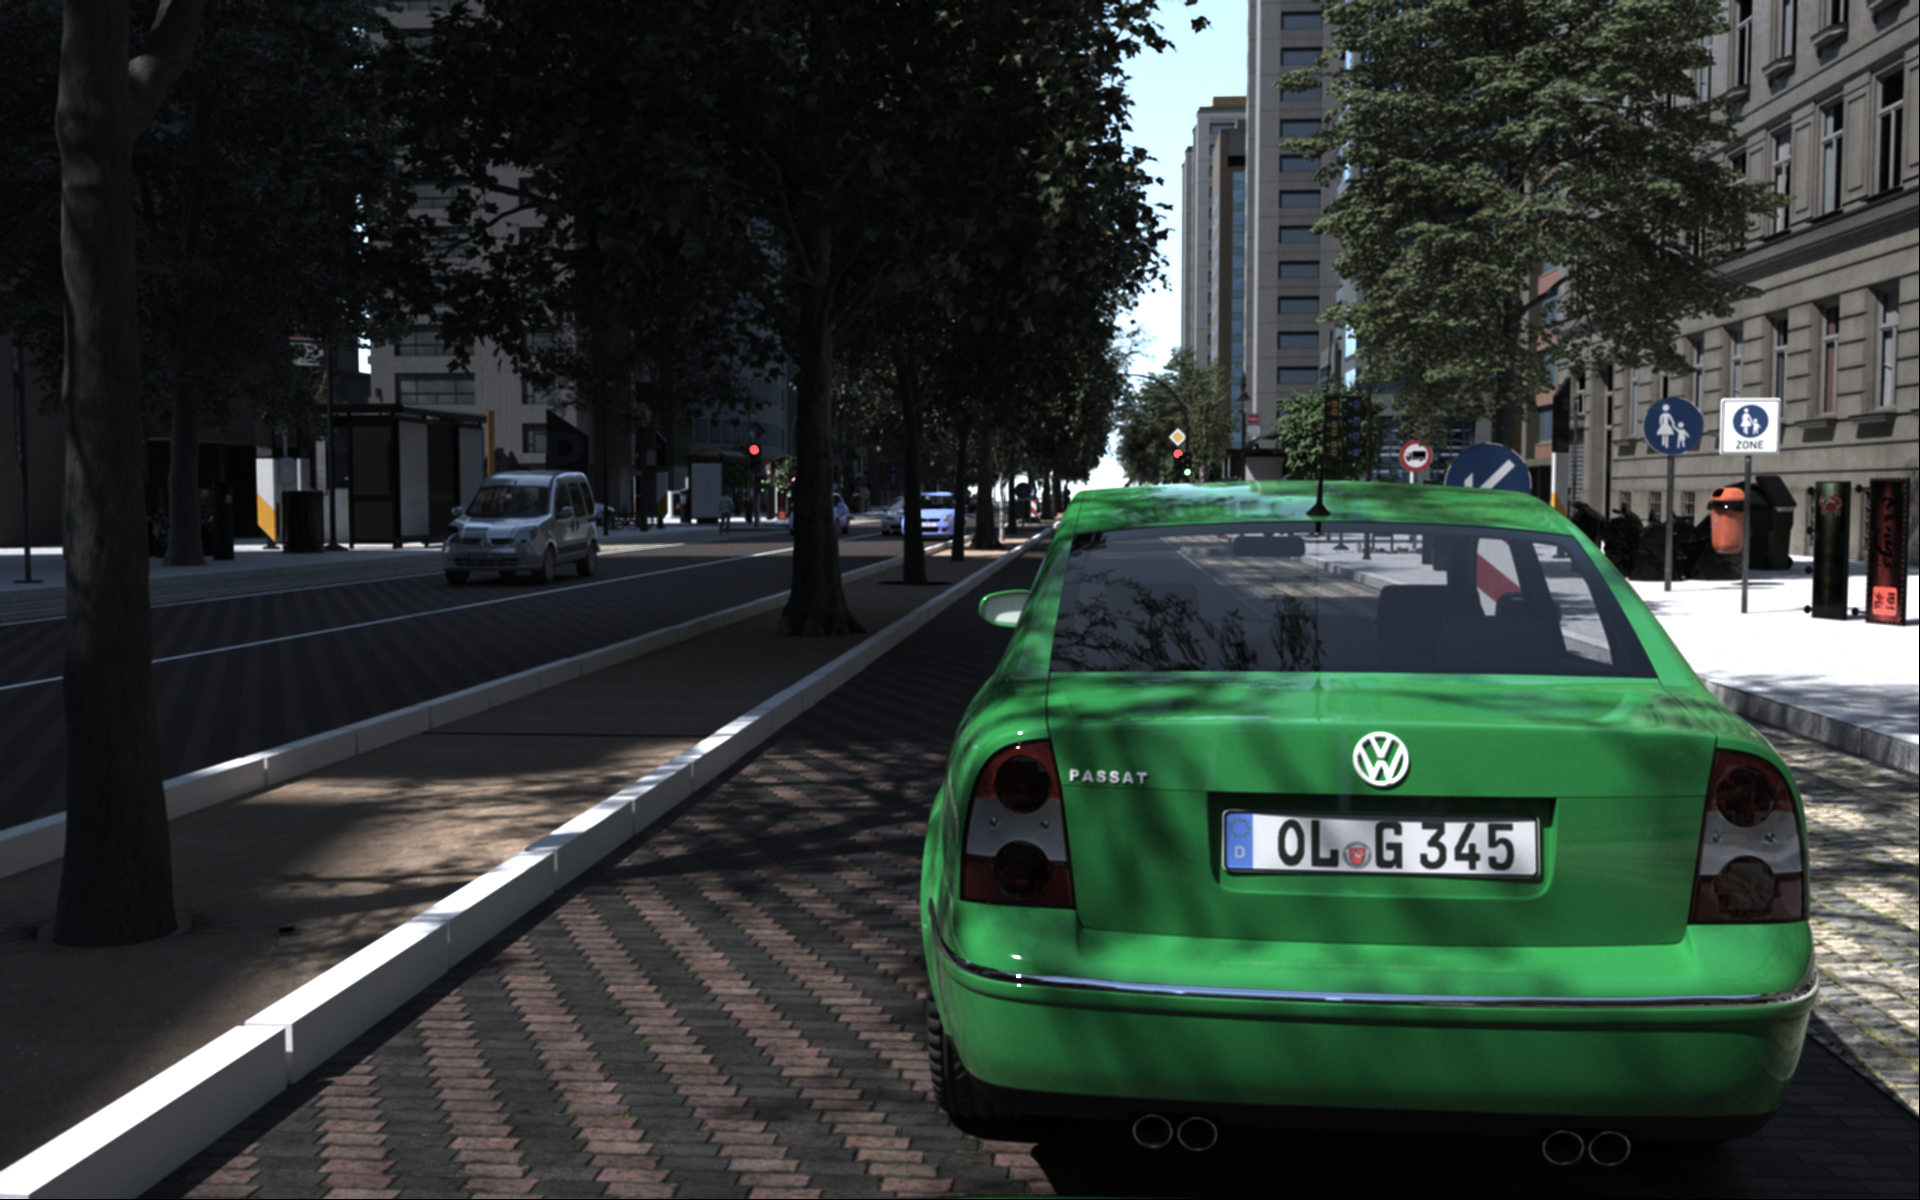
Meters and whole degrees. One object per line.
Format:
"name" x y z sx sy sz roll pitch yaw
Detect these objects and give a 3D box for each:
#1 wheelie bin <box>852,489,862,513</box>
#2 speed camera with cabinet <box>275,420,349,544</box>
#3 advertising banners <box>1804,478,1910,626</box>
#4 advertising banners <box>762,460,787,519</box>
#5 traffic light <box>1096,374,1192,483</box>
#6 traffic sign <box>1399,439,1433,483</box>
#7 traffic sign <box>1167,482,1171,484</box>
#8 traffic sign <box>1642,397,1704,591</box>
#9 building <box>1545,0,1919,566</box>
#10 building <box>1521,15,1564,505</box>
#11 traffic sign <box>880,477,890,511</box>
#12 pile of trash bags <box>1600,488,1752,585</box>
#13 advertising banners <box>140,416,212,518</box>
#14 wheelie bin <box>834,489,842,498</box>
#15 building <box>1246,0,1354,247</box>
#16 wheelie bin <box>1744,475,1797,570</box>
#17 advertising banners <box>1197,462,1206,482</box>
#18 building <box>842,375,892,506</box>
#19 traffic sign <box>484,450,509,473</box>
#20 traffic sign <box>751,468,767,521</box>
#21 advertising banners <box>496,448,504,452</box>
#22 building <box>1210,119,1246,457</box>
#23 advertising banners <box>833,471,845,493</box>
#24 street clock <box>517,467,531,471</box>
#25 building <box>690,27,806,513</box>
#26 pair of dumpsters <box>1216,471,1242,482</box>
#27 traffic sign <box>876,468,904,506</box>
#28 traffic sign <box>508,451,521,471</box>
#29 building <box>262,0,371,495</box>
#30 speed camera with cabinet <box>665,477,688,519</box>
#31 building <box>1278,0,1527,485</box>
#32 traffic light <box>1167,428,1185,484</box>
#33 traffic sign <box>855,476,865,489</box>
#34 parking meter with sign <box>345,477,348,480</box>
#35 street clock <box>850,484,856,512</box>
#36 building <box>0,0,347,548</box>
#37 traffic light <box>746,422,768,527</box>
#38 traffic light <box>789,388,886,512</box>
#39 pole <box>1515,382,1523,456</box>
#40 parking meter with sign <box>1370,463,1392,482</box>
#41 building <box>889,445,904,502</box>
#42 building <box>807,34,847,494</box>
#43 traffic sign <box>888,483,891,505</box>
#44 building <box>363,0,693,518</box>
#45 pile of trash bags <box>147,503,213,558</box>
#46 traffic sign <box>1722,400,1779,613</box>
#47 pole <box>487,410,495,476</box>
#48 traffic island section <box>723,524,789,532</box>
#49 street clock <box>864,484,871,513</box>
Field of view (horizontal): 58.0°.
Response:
"wheelie bin" -6.898 -6.625 116.227 0.693 1.594 0.980 -1 4 -14
"speed camera with cabinet" -16.864 -3.094 44.920 2.038 3.252 0.660 -3 5 -42
"advertising banners" 9.105 -1.272 16.991 0.090 3.025 2.074 -1 4 -14
"advertising banners" -9.090 -5.658 88.693 2.074 3.025 0.090 0 4 -3
"traffic light" 6.461 -5.557 65.526 4.771 5.953 1.251 0 4 5
"traffic sign" 10.589 -2.457 40.273 0.768 2.556 0.104 1 4 14
"traffic sign" 15.087 -7.532 123.251 0.768 2.556 0.104 1 4 14
"traffic sign" 9.343 -1.387 22.783 0.768 2.556 0.104 0 4 7
"building" 25.167 -12.669 40.416 16.112 22.955 30.059 0 4 5
"building" 42.959 -26.561 88.897 28.867 44.769 22.147 0 4 5
"traffic sign" -5.501 -7.750 126.812 0.768 2.556 0.104 1 4 14
"pile of trash bags" 10.821 -0.979 25.755 1.912 1.369 3.447 0 3 0
"advertising banners" -17.789 -2.626 39.123 0.090 3.025 2.074 3 5 43
"wheelie bin" -8.265 -6.626 116.238 0.693 1.594 0.980 0 4 6
"building" 37.210 -37.883 161.384 21.231 58.520 28.212 0 4 5
"wheelie bin" 13.719 -1.320 29.488 0.980 1.594 0.693 -2 4 -30
"advertising banners" 14.119 -6.097 95.877 2.074 3.025 0.090 0 4 6
"building" -22.642 -20.507 180.331 27.650 21.520 28.899 0 4 5
"traffic sign" -13.543 -3.091 50.637 0.768 2.556 0.104 0 4 8
"traffic sign" -9.399 -4.948 81.006 0.768 2.556 0.104 1 4 10
"advertising banners" -17.606 -4.193 64.742 0.090 3.025 2.074 1 4 18
"building" 37.451 -34.077 207.271 14.600 45.320 14.200 0 4 5
"advertising banners" -9.829 -8.409 133.676 2.074 3.025 0.090 -1 4 -19
"street clock" -11.711 -2.571 46.608 0.471 2.002 0.358 -1 4 -17
"building" -23.741 -35.636 124.643 21.231 58.520 28.212 0 4 5
"pair of dumpsters" 11.859 -4.503 76.115 1.574 2.255 4.437 0 4 5
"traffic sign" -5.355 -8.571 134.009 2.265 3.308 0.079 1 4 10
"traffic sign" -13.457 -3.179 51.980 0.884 2.594 0.081 1 4 10
"building" -50.435 -31.114 97.952 27.495 52.752 28.713 0 4 5
"speed camera with cabinet" -14.620 -5.942 91.488 0.660 3.252 2.038 3 5 44
"building" 36.840 -49.894 128.431 22.319 86.520 31.000 0 4 5
"traffic light" 9.209 -5.170 73.454 0.839 4.253 0.868 0 4 5
"traffic sign" -7.127 -7.527 123.168 0.768 2.556 0.104 1 4 11
"parking meter with sign" -27.824 -5.090 79.485 1.738 3.016 0.543 3 5 42
"street clock" -7.811 -7.438 126.188 0.358 2.002 0.471 -3 4 -36
"building" -34.093 -24.019 47.338 28.867 44.769 22.147 0 4 5
"traffic light" -7.854 -4.765 66.826 0.839 4.253 0.868 0 4 5
"traffic light" -5.106 -6.115 74.648 4.771 5.953 1.251 0 4 5
"pole" 10.149 -2.314 31.679 0.158 3.312 0.155 0 3 0
"parking meter with sign" 23.191 -6.143 96.698 1.738 3.016 0.543 1 4 17
"building" -13.983 -31.622 200.608 14.154 41.232 14.086 0 4 5
"building" -18.287 -31.043 157.665 14.600 45.320 14.200 0 4 5
"traffic sign" -5.164 -7.871 128.798 0.768 2.556 0.104 0 4 5
"building" -23.445 -19.851 96.271 14.160 30.474 14.107 0 4 5
"pile of trash bags" -17.015 -1.603 35.965 3.447 1.369 1.912 1 4 16
"traffic sign" 8.445 -1.006 18.582 0.606 2.300 0.079 0 4 8
"pole" -11.455 -2.967 42.347 0.158 3.312 0.155 0 3 0
"traffic island section" -7.893 -2.733 66.964 2.009 0.180 2.903 0 4 5
"street clock" -6.390 -7.061 120.017 0.471 2.002 0.358 0 4 -4
